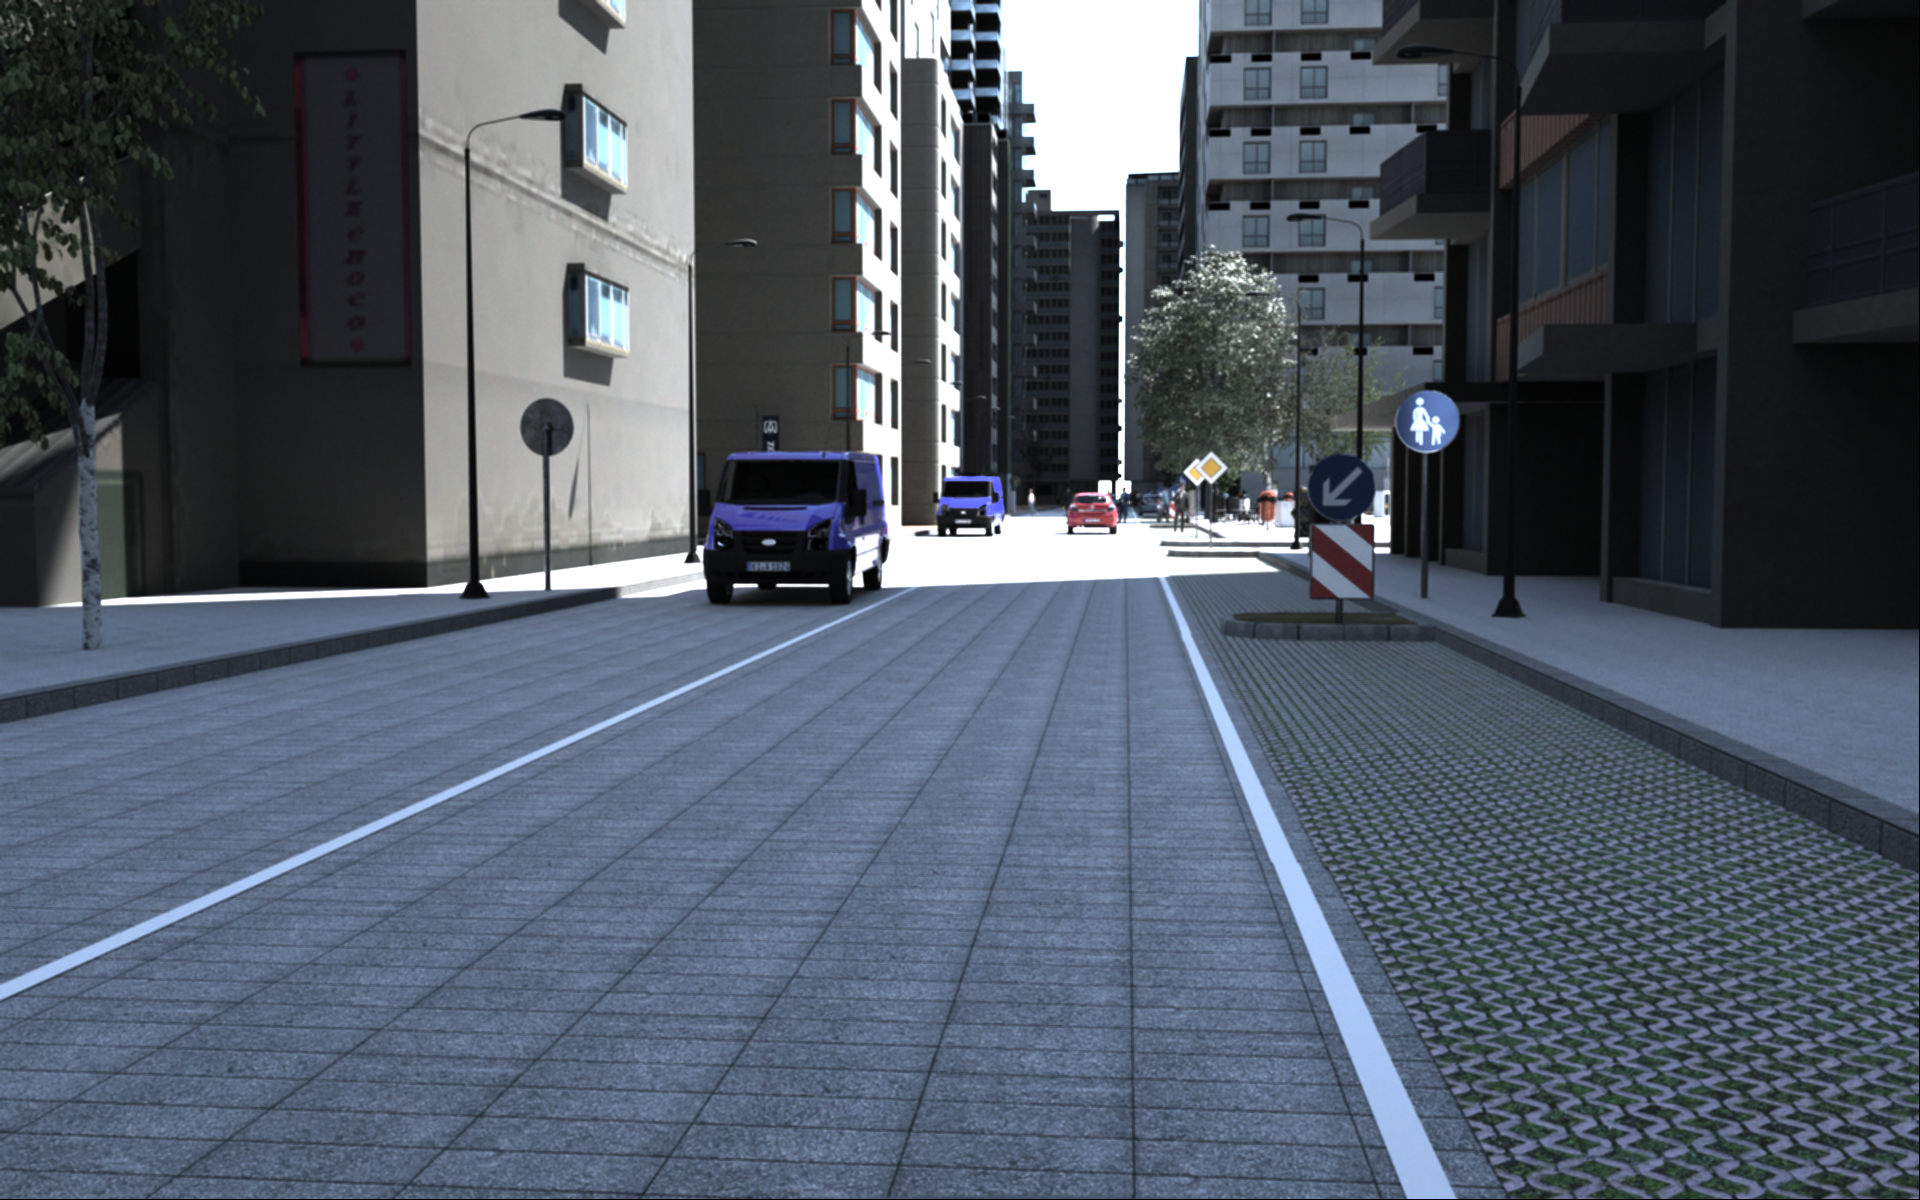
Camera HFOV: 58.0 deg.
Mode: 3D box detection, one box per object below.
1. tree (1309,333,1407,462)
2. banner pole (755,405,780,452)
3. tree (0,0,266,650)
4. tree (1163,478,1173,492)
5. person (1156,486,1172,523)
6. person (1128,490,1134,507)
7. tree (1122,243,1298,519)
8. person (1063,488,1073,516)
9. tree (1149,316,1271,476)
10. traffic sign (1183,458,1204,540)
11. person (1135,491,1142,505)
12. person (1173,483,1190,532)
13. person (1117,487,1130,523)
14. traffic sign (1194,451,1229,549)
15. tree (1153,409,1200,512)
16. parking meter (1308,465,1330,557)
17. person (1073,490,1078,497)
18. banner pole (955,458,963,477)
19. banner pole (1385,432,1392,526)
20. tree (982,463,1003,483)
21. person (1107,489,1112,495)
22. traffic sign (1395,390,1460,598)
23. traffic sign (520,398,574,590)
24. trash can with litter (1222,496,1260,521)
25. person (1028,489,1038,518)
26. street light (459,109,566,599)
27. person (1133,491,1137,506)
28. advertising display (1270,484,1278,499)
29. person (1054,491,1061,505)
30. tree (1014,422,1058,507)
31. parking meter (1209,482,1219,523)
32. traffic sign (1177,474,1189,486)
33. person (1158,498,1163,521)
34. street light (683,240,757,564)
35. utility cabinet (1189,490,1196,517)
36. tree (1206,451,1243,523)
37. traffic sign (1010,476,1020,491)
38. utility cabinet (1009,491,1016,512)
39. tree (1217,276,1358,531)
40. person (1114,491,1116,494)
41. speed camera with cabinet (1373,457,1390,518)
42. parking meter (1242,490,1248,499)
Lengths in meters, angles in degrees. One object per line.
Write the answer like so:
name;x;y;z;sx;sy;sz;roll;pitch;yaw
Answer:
tree;18.530;-7.930;80.016;4.737;8.622;4.395;0;3;0
banner pole;-5.489;-3.600;48.878;0.863;3.779;0.401;-1;4;-19
tree;-7.396;-3.891;13.974;4.737;8.622;4.395;0;3;0
tree;22.732;-12.032;191.321;1.663;3.219;1.824;0;3;0
person;10.216;-4.782;86.549;0.748;1.841;0.638;1;4;17
person;18.798;-11.103;189.899;0.709;1.838;0.599;-2;4;-28
tree;13.094;-11.204;89.840;9.857;13.997;8.962;0;3;0
person;7.450;-6.425;113.771;1.509;1.804;0.699;3;4;37
tree;15.092;-11.411;104.695;7.486;12.596;7.792;0;3;0
traffic sign;6.576;-2.719;48.091;0.795;2.450;0.064;0;4;5
person;17.243;-9.643;167.099;0.756;1.711;0.436;0;4;6
person;8.224;-3.420;64.386;0.622;1.834;0.822;0;3;0
person;8.049;-4.692;85.404;0.721;1.800;0.419;3;5;43
traffic sign;5.817;-2.232;40.142;0.795;2.450;0.064;0;4;5
tree;16.940;-10.629;124.151;4.737;8.622;4.395;0;3;0
parking meter;7.328;-1.808;35.276;0.399;1.863;0.255;-1;4;-19
person;10.892;-9.331;161.068;1.348;1.823;0.705;3;5;40
banner pole;-0.076;-8.045;121.560;0.863;3.779;0.401;0;4;7
banner pole;17.476;-4.897;70.077;0.401;3.779;0.863;0;4;5
tree;1.831;-7.005;109.125;1.663;3.219;1.824;0;3;0
person;11.039;-7.346;128.571;1.348;1.831;0.705;1;4;9
traffic sign;5.727;-1.295;21.284;0.768;2.556;0.104;1;4;12
traffic sign;-5.508;-1.405;23.071;0.768;2.556;0.104;1;4;13
trash can with litter;13.558;-4.408;83.122;2.233;1.210;1.678;0;4;-4
person;4.457;-5.855;104.906;0.598;1.740;0.731;1;4;17
street light;-5.446;-2.971;21.121;1.470;5.913;1.316;0;4;5
person;20.152;-11.639;198.742;0.705;1.831;1.348;3;5;40
advertising display;20.386;-6.572;112.670;0.123;1.923;0.974;3;5;40
person;11.567;-12.009;204.942;1.348;1.812;0.705;-3;5;-42
tree;7.582;-13.601;172.735;4.360;8.622;3.978;0;3;0
parking meter;11.238;-4.335;76.591;0.399;1.863;0.255;3;5;45
traffic sign;14.443;-6.866;112.371;0.768;2.556;0.104;1;4;9
person;10.719;-4.790;91.829;0.382;1.210;0.505;-2;4;-34
street light;-4.408;-3.626;31.823;1.470;5.913;1.316;0;4;5
utility cabinet;12.699;-5.271;94.864;0.318;1.500;1.173;0;4;4
tree;11.641;-5.099;77.965;1.663;3.219;1.824;0;3;0
traffic sign;3.821;-7.374;120.664;0.768;2.556;0.104;1;4;13
utility cabinet;3.596;-6.772;119.393;0.318;1.500;1.173;1;4;11
tree;10.863;-6.679;59.567;4.360;8.622;3.978;0;3;0
person;17.532;-11.460;196.593;0.721;1.735;1.217;2;4;24
speed camera with cabinet;22.789;-6.012;92.627;0.660;3.252;2.038;2;4;35
parking meter;18.050;-6.192;109.654;0.372;1.533;0.369;0;3;0
